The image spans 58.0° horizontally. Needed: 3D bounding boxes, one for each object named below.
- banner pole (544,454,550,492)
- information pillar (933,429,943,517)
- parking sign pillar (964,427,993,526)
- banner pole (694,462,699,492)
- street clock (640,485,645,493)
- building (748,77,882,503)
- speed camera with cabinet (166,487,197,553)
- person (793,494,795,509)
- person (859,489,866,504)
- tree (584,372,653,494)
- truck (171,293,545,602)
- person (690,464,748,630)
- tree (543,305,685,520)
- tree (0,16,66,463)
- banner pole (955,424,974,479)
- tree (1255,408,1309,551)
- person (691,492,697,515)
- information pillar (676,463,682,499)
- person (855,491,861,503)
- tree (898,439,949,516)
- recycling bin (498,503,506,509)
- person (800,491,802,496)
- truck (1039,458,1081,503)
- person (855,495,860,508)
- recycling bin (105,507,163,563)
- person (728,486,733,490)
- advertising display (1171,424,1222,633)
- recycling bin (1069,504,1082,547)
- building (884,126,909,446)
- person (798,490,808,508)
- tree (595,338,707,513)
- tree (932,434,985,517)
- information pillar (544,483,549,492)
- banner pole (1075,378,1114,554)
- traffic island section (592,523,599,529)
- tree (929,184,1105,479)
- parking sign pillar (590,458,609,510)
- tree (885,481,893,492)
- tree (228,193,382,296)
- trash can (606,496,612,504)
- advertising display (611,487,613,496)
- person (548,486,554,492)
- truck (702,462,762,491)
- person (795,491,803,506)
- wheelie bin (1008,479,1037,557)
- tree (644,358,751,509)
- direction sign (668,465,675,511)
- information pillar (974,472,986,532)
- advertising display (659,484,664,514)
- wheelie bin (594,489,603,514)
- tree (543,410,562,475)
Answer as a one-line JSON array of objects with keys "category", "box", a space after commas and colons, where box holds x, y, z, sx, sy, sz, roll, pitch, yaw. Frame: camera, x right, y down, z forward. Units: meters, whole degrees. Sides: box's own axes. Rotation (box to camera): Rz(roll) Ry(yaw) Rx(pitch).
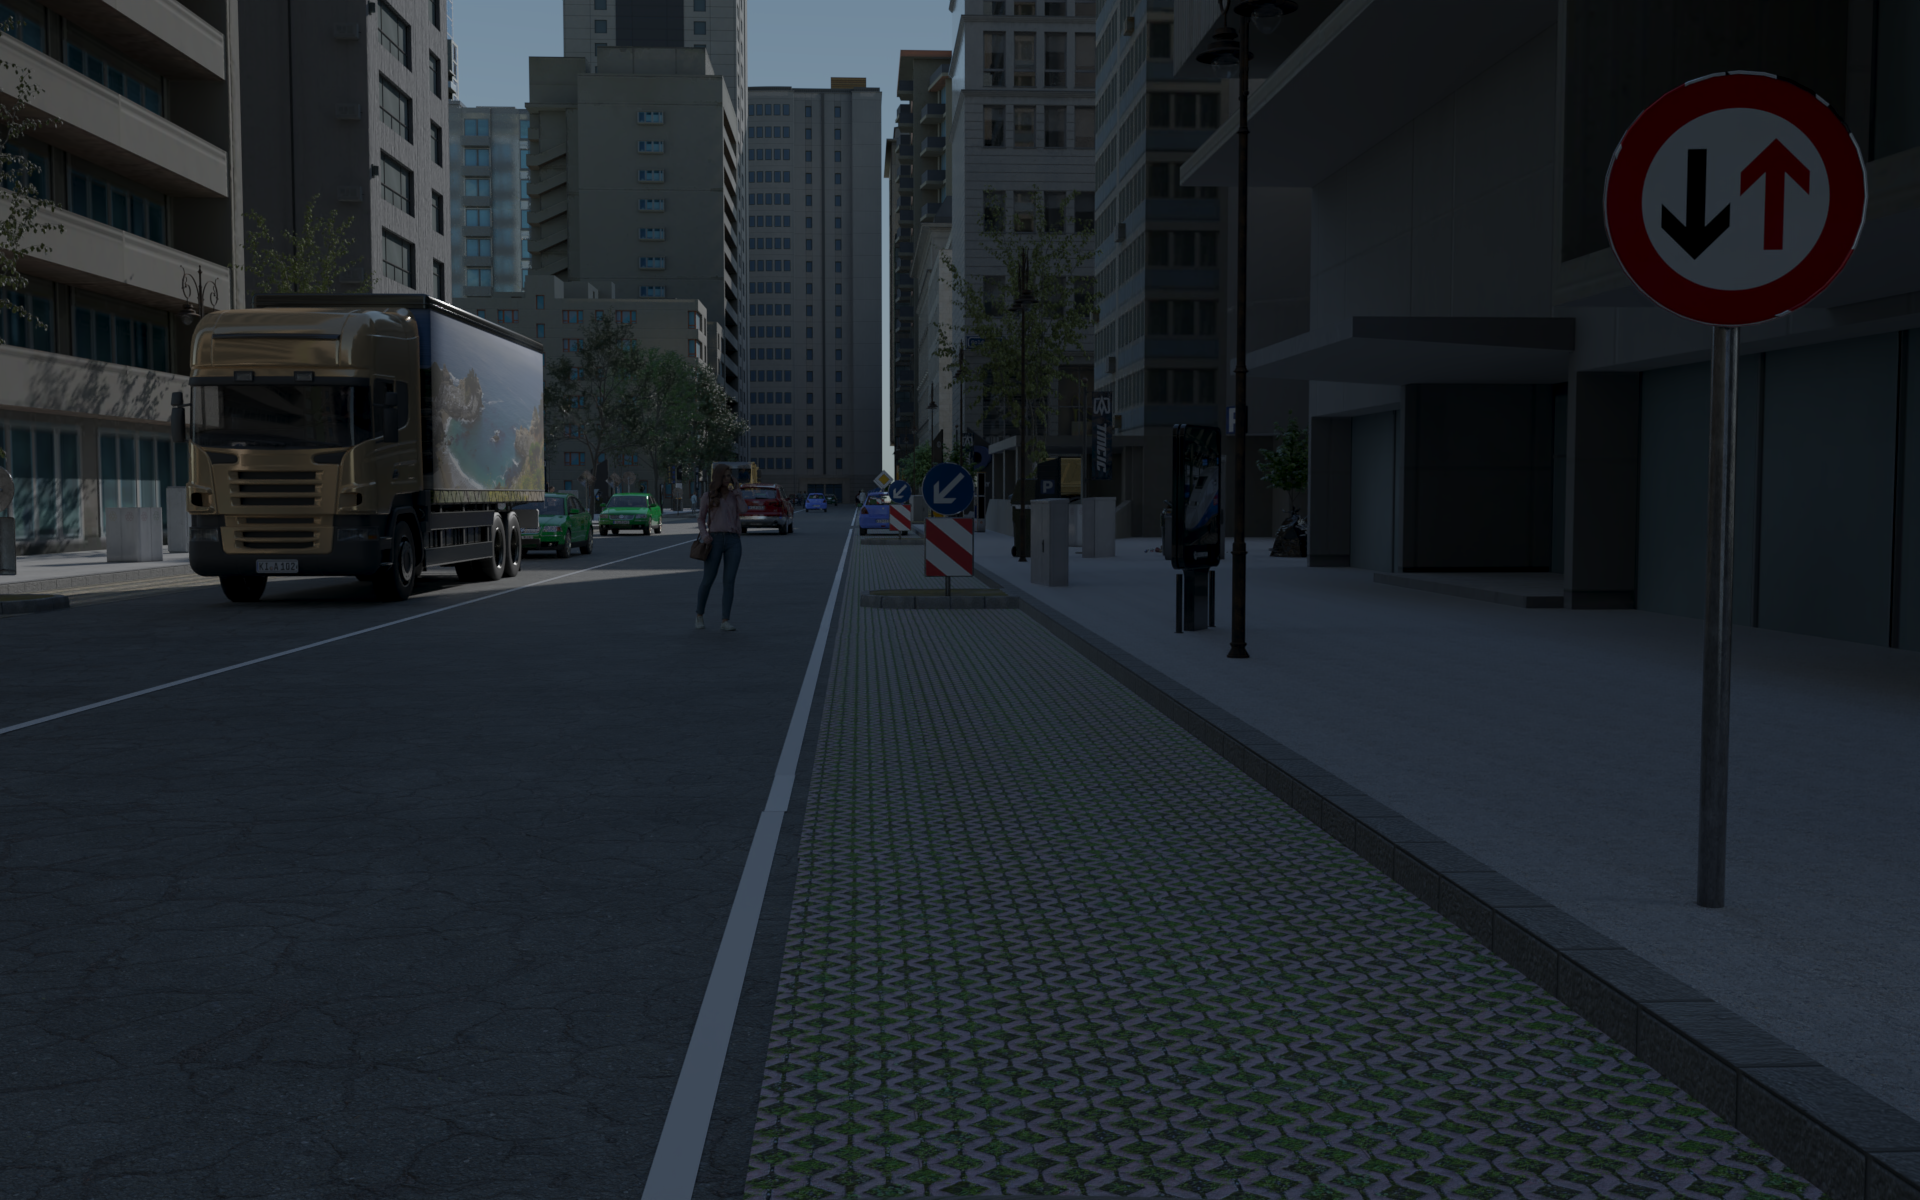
[{"category": "banner pole", "box": [-26.014, -7.260, 108.724, 0.863, 3.779, 0.401, -1, 4, -22]}, {"category": "information pillar", "box": [-0.777, -4.353, 62.527, 0.183, 3.616, 0.504, -3, 5, -42]}, {"category": "parking sign pillar", "box": [0.819, -4.950, 69.401, 1.447, 3.967, 1.447, 2, 4, 27]}, {"category": "banner pole", "box": [-20.702, -8.923, 135.903, 0.401, 3.779, 0.863, 2, 4, 24]}, {"category": "street clock", "box": [-25.428, -8.193, 138.518, 0.471, 2.002, 0.358, 1, 4, 16]}, {"category": "building", "box": [-25.291, -43.156, 247.604, 28.212, 58.520, 21.231, 0, 4, -3]}, {"category": "speed camera with cabinet", "box": [-16.708, -2.706, 38.575, 0.660, 3.252, 2.038, 1, 4, 19]}, {"category": "person", "box": [-15.685, -9.305, 163.897, 0.557, 1.426, 1.065, 0, 4, -4]}, {"category": "person", "box": [-8.543, -8.829, 152.726, 0.514, 1.842, 0.818, -3, 5, -43]}, {"category": "tree", "box": [-20.102, -9.275, 102.015, 4.360, 8.622, 3.978, 0, 3, 0]}, {"category": "truck", "box": [-8.710, -2.298, 26.492, 2.839, 4.237, 11.283, 0, 4, -2]}, {"category": "person", "box": [-2.581, -0.566, 18.345, 0.593, 1.750, 0.643, -1, 4, -20]}, {"category": "tree", "box": [-18.075, -9.247, 85.597, 7.601, 10.594, 8.767, 2, 4, 32]}, {"category": "tree", "box": [-14.935, -4.570, 25.076, 4.360, 8.622, 3.978, 0, 3, 0]}, {"category": "banner pole", "box": [0.108, -4.420, 62.284, 0.863, 3.779, 0.401, 0, 4, -2]}, {"category": "tree", "box": [7.449, -2.721, 39.088, 1.663, 3.219, 1.824, 0, 3, 0]}, {"category": "person", "box": [-18.177, -6.623, 118.593, 0.330, 1.601, 0.589, -3, 4, -37]}, {"category": "information pillar", "box": [-21.425, -8.611, 132.138, 0.504, 3.616, 0.183, -2, 4, -34]}, {"category": "person", "box": [-11.164, -11.304, 193.287, 1.348, 1.831, 0.705, 2, 4, 24]}, {"category": "tree", "box": [-1.840, -7.186, 101.206, 4.285, 4.588, 4.351, 0, 3, 0]}, {"category": "recycling bin", "box": [-18.361, -3.474, 69.351, 0.722, 1.027, 0.722, 2, 4, 24]}, {"category": "person", "box": [-20.814, -13.325, 226.456, 1.348, 1.812, 0.705, 0, 4, 1]}, {"category": "truck", "box": [7.417, -4.894, 75.934, 9.791, 3.379, 3.469, 0, 4, -2]}, {"category": "person", "box": [-10.726, -10.488, 183.162, 0.799, 1.438, 0.628, 1, 4, 15]}, {"category": "recycling bin", "box": [-15.634, -1.238, 32.794, 0.722, 1.027, 0.722, 1, 4, 12]}, {"category": "person", "box": [-10.393, -4.269, 78.469, 0.661, 1.801, 0.590, 1, 4, 15]}, {"category": "advertising display", "box": [2.228, -0.678, 16.302, 0.123, 1.923, 0.974, 2, 4, 29]}, {"category": "recycling bin", "box": [2.953, -1.826, 42.415, 0.722, 1.027, 0.722, -2, 4, -28]}, {"category": "building", "box": [2.828, -40.627, 253.488, 27.495, 52.752, 28.713, 0, 4, -3]}, {"category": "person", "box": [-15.529, -10.088, 173.529, 1.350, 1.814, 0.705, 0, 4, -1]}, {"category": "tree", "box": [-20.389, -11.608, 115.539, 9.928, 11.665, 9.643, 0, 3, 0]}, {"category": "tree", "box": [-0.157, -3.730, 55.579, 1.663, 3.219, 1.824, 0, 3, 0]}, {"category": "information pillar", "box": [-27.303, -6.717, 114.320, 0.304, 2.012, 0.304, -1, 4, -21]}, {"category": "banner pole", "box": [2.895, -2.886, 37.207, 0.863, 3.779, 0.401, 2, 4, 25]}, {"category": "traffic island section", "box": [-15.742, -3.461, 78.872, 2.009, 0.180, 2.903, 0, 4, -3]}, {"category": "tree", "box": [1.547, -5.505, 40.369, 4.737, 8.622, 4.395, 0, 3, 0]}, {"category": "parking sign pillar", "box": [-26.979, -8.636, 129.669, 1.447, 3.967, 1.447, 0, 4, -7]}, {"category": "tree", "box": [-8.730, -13.007, 207.259, 1.663, 3.219, 1.824, 0, 3, 0]}, {"category": "tree", "box": [-16.382, -5.686, 43.322, 4.737, 8.622, 4.395, 0, 3, 0]}, {"category": "trash can", "box": [-25.763, -7.103, 127.795, 0.748, 1.137, 0.748, 0, 3, 0]}, {"category": "advertising display", "box": [-30.677, -9.014, 152.591, 0.123, 1.923, 0.974, -1, 4, -10]}, {"category": "person", "box": [-17.635, -4.052, 75.085, 0.374, 1.781, 0.599, -3, 5, -39]}, {"category": "truck", "box": [-13.725, -6.735, 106.035, 3.469, 3.379, 9.791, 0, 4, -4]}, {"category": "person", "box": [-19.498, -12.290, 209.530, 1.350, 1.814, 0.705, -2, 4, -25]}, {"category": "wheelie bin", "box": [1.433, -1.676, 35.304, 0.980, 1.594, 0.693, 2, 4, 29]}, {"category": "tree", "box": [-22.354, -14.012, 146.098, 9.611, 12.733, 9.660, 0, 3, 0]}, {"category": "direction sign", "box": [-22.468, -8.743, 134.944, 0.876, 3.537, 0.379, 3, 5, 40]}, {"category": "information pillar", "box": [0.661, -3.273, 57.999, 0.304, 2.012, 0.304, -1, 4, -22]}, {"category": "advertising display", "box": [-18.979, -6.419, 110.164, 0.123, 1.923, 0.974, 0, 4, -2]}, {"category": "wheelie bin", "box": [-23.302, -6.311, 111.093, 0.693, 1.594, 0.980, -3, 5, -41]}, {"category": "tree", "box": [-34.133, -11.546, 139.133, 4.360, 8.622, 3.978, 0, 3, 0]}]
